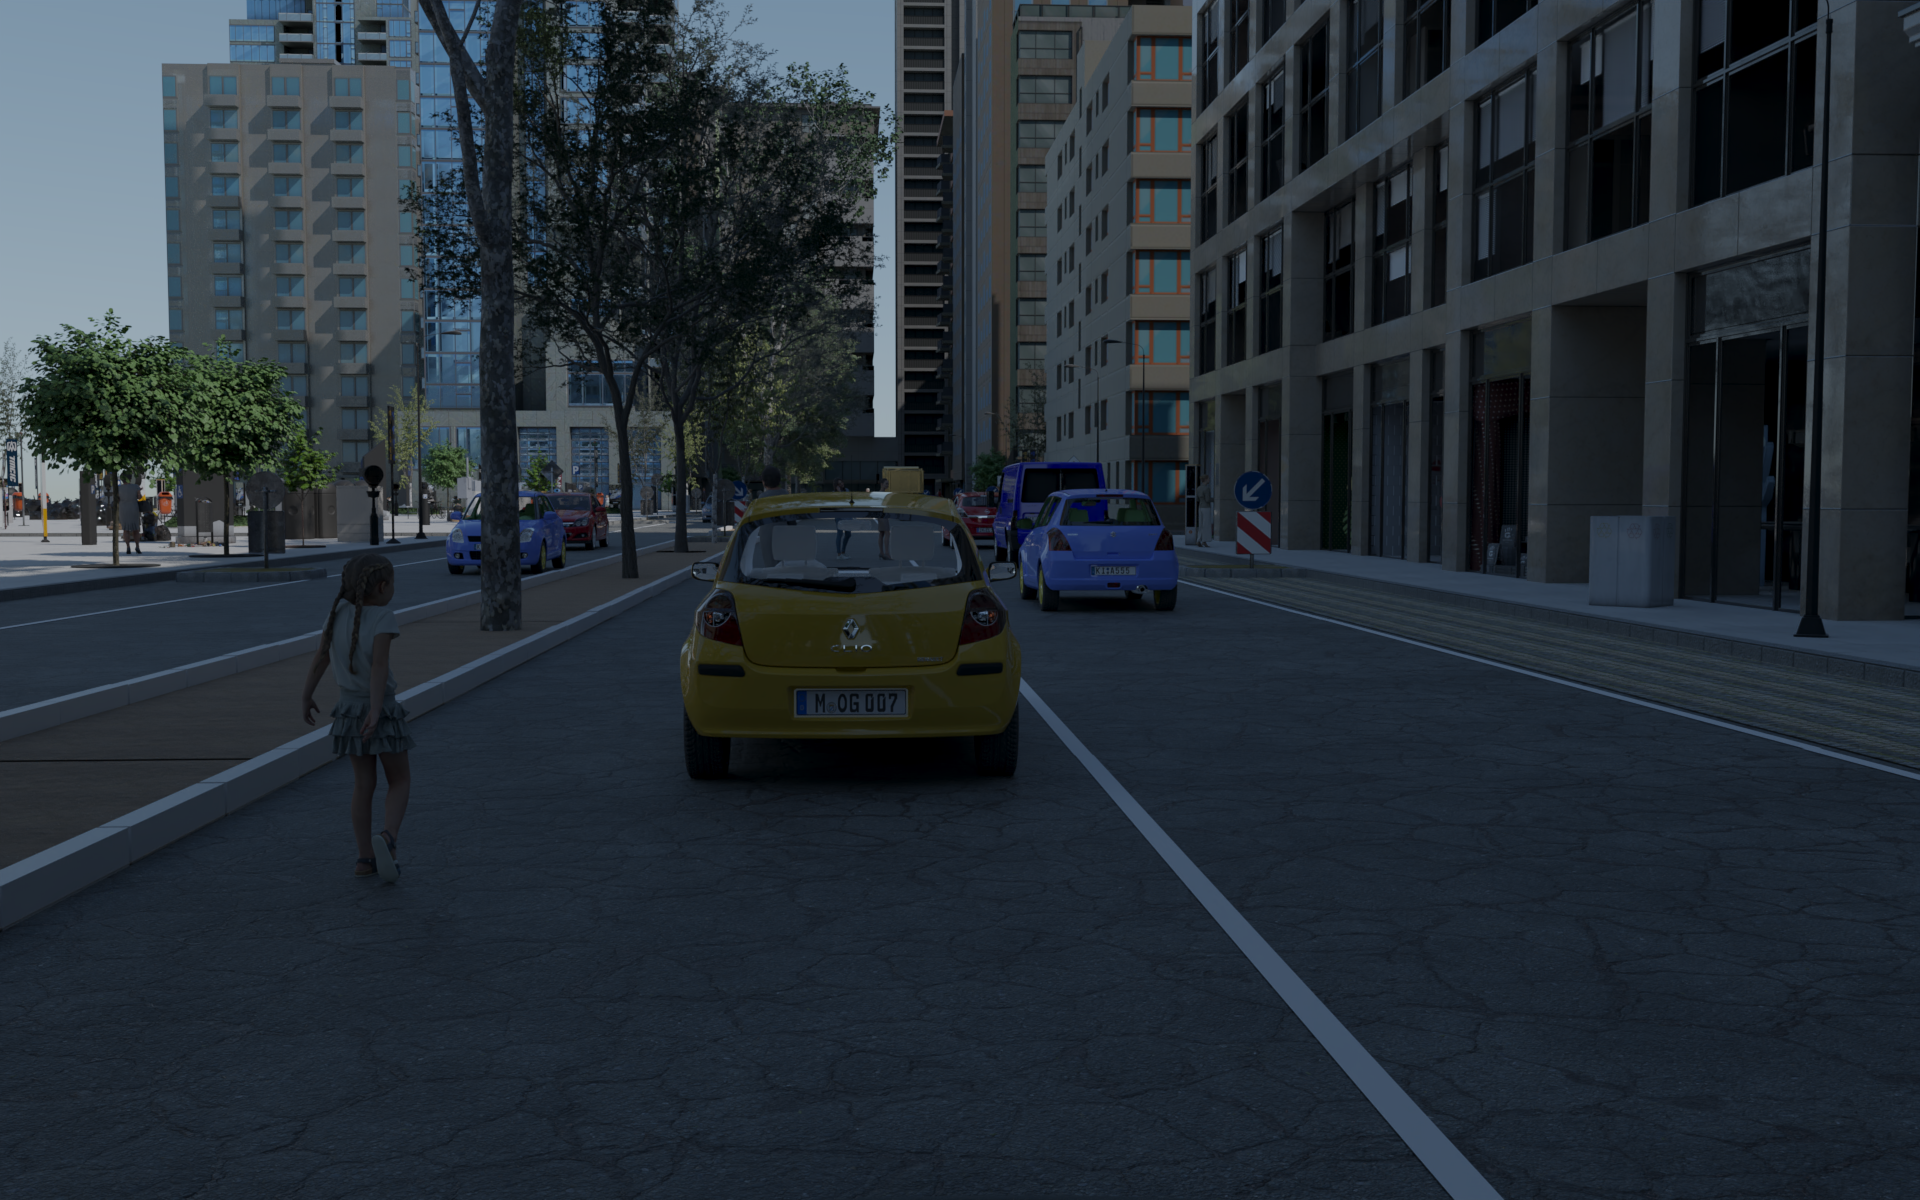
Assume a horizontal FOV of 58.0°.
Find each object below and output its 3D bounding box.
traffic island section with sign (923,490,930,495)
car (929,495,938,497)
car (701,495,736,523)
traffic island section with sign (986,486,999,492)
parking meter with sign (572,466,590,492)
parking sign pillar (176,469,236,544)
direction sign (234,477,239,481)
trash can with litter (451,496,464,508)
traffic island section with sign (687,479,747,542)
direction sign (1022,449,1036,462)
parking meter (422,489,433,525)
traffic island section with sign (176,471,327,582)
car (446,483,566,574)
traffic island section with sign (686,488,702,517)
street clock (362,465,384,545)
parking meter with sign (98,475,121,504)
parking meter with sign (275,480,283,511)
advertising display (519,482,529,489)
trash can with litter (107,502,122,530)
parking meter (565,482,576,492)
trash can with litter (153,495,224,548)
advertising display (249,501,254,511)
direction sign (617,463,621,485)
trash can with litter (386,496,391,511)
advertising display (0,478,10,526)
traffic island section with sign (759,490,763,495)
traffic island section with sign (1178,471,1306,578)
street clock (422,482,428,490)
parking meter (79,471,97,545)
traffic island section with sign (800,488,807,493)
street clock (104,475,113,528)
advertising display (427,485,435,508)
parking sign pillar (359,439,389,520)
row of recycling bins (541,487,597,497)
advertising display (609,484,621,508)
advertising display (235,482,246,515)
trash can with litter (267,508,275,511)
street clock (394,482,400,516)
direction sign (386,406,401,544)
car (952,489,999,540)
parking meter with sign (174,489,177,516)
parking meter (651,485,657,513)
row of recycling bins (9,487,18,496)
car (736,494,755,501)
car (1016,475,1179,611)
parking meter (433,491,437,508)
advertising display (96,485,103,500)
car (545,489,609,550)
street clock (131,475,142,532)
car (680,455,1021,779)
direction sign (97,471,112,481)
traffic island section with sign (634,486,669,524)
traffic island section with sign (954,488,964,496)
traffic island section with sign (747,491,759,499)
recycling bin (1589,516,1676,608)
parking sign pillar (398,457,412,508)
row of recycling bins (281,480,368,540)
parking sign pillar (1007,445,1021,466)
[{"bbox_3d":[-3.306,-9.384,162.053,1.989,1.847,2.006,0,4,-4],"label":"traffic island section with sign"},{"bbox_3d":[-2.454,-8.066,144.458,1.945,1.354,3.894,0,4,-4],"label":"car"},{"bbox_3d":[-12.102,-4.640,87.862,2.014,1.417,4.499,0,4,-4],"label":"car"},{"bbox_3d":[1.437,-4.707,85.592,1.989,1.847,2.006,0,4,-4],"label":"traffic island section with sign"},{"bbox_3d":[-23.113,-6.746,106.560,0.543,3.016,1.738,2,4,23],"label":"parking meter with sign"},{"bbox_3d":[-19.597,-3.452,44.906,1.447,3.967,1.447,3,5,42],"label":"parking sign pillar"},{"bbox_3d":[-44.586,-6.981,106.135,0.876,3.537,0.379,-1,4,-20],"label":"direction sign"},{"bbox_3d":[-36.961,-7.115,127.720,0.624,1.170,1.055,1,4,22],"label":"trash can with litter"},{"bbox_3d":[-7.135,-2.689,52.105,2.006,1.907,1.989,0,4,-4],"label":"traffic island section with sign"},{"bbox_3d":[3.501,-5.883,88.185,0.876,3.537,0.379,3,5,42],"label":"direction sign"},{"bbox_3d":[-22.040,-3.851,71.372,0.372,1.533,0.369,0,3,0],"label":"parking meter"},{"bbox_3d":[-11.823,-1.255,29.144,1.989,1.847,2.006,0,4,-4],"label":"traffic island section with sign"},{"bbox_3d":[-8.406,-1.384,32.220,1.945,1.707,3.694,0,4,-4],"label":"car"},{"bbox_3d":[-16.909,-6.282,111.346,1.989,1.847,2.006,0,4,-4],"label":"traffic island section with sign"},{"bbox_3d":[-14.685,-2.374,43.378,0.471,2.002,0.358,-2,4,-30],"label":"street clock"},{"bbox_3d":[-35.708,-4.688,72.914,1.738,3.016,0.543,2,4,28],"label":"parking meter with sign"},{"bbox_3d":[-32.442,-5.302,82.945,1.738,3.016,0.543,-1,4,-19],"label":"parking meter with sign"},{"bbox_3d":[-22.705,-5.198,90.196,0.974,1.923,0.123,3,5,40],"label":"advertising display"},{"bbox_3d":[-29.789,-3.070,61.575,0.624,1.170,1.055,1,4,9],"label":"trash can with litter"},{"bbox_3d":[-19.498,-4.940,86.474,0.399,1.863,0.255,-2,4,-34],"label":"parking meter"},{"bbox_3d":[-18.774,-1.904,42.194,1.678,1.210,2.233,1,4,18],"label":"trash can with litter"},{"bbox_3d":[-41.876,-5.945,102.410,0.123,1.923,0.974,-1,4,-11],"label":"advertising display"},{"bbox_3d":[-24.920,-8.251,126.901,0.379,3.537,0.876,-2,4,-31],"label":"direction sign"},{"bbox_3d":[-42.692,-7.193,128.984,1.055,1.170,0.624,1,4,20],"label":"trash can with litter"},{"bbox_3d":[-39.061,-3.972,70.155,0.974,1.923,0.123,-3,5,-43],"label":"advertising display"},{"bbox_3d":[-21.659,-10.968,187.957,1.989,1.847,2.006,0,4,-4],"label":"traffic island section with sign"},{"bbox_3d":[4.862,-1.331,30.394,1.989,1.847,2.006,0,4,-4],"label":"traffic island section with sign"},{"bbox_3d":[-31.835,-6.015,102.913,0.471,2.002,0.358,2,4,33],"label":"street clock"},{"bbox_3d":[-21.903,-2.313,43.524,0.255,1.863,0.399,0,4,-5],"label":"parking meter"},{"bbox_3d":[-12.251,-7.728,134.493,2.006,1.907,1.989,0,4,-4],"label":"traffic island section with sign"},{"bbox_3d":[-31.980,-3.700,65.073,0.358,2.002,0.471,-1,4,-16],"label":"street clock"},{"bbox_3d":[-35.744,-6.791,116.241,0.974,1.923,0.123,0,4,-2],"label":"advertising display"},{"bbox_3d":[-28.741,-5.889,84.749,1.447,3.967,1.447,2,4,31],"label":"parking sign pillar"},{"bbox_3d":[-22.246,-5.526,97.458,3.534,1.692,1.069,-1,4,-13],"label":"row of recycling bins"},{"bbox_3d":[-23.155,-6.806,116.498,0.974,1.923,0.123,1,4,16],"label":"advertising display"},{"bbox_3d":[-39.324,-5.472,94.682,0.974,1.923,0.123,3,5,43],"label":"advertising display"},{"bbox_3d":[-43.289,-5.959,108.813,0.624,1.170,1.055,1,4,10],"label":"trash can with litter"},{"bbox_3d":[-32.841,-5.889,100.853,0.471,2.002,0.358,0,4,-2],"label":"street clock"},{"bbox_3d":[-14.683,-3.228,44.775,0.379,3.537,0.876,-1,4,-9],"label":"direction sign"},{"bbox_3d":[0.504,-2.295,46.567,2.155,1.783,4.494,0,4,-5],"label":"car"},{"bbox_3d":[-46.000,-6.481,102.232,0.543,3.016,1.738,0,4,-1],"label":"parking meter with sign"},{"bbox_3d":[-20.632,-6.796,116.822,0.399,1.863,0.255,1,4,23],"label":"parking meter"},{"bbox_3d":[-58.743,-6.088,106.652,1.069,1.692,3.534,-3,5,-40],"label":"row of recycling bins"},{"bbox_3d":[-15.394,-6.721,121.684,2.131,1.459,4.920,0,4,-3],"label":"car"},{"bbox_3d":[1.727,-0.791,22.526,1.945,1.707,3.694,0,4,-4],"label":"car"},{"bbox_3d":[-37.233,-6.980,122.530,0.372,1.533,0.369,0,3,0],"label":"parking meter"},{"bbox_3d":[-64.236,-7.595,129.388,0.974,1.923,0.123,0,4,3],"label":"advertising display"},{"bbox_3d":[-10.315,-2.226,45.436,2.155,1.783,4.494,0,4,-4],"label":"car"},{"bbox_3d":[-27.768,-3.289,58.339,0.471,2.002,0.358,2,4,35],"label":"street clock"},{"bbox_3d":[-0.622,0.002,10.185,2.015,1.641,3.980,0,4,-3],"label":"car"},{"bbox_3d":[-49.255,-6.595,99.817,0.876,3.537,0.379,-1,4,-16],"label":"direction sign"},{"bbox_3d":[-15.247,-4.637,84.442,1.989,1.847,2.006,0,4,-4],"label":"traffic island section with sign"},{"bbox_3d":[-0.241,-6.364,112.679,1.989,1.847,2.006,0,4,-4],"label":"traffic island section with sign"},{"bbox_3d":[-20.001,-9.321,161.030,1.989,1.847,2.006,0,4,-4],"label":"traffic island section with sign"},{"bbox_3d":[7.738,-0.452,19.939,0.722,1.027,0.722,-3,5,-44],"label":"recycling bin"},{"bbox_3d":[-38.369,-8.031,119.785,1.447,3.967,1.447,-3,5,-40],"label":"parking sign pillar"},{"bbox_3d":[-18.271,-2.649,50.427,1.069,1.692,3.534,1,4,21],"label":"row of recycling bins"},{"bbox_3d":[2.992,-6.610,96.551,1.447,3.967,1.447,-1,4,-14],"label":"parking sign pillar"}]
